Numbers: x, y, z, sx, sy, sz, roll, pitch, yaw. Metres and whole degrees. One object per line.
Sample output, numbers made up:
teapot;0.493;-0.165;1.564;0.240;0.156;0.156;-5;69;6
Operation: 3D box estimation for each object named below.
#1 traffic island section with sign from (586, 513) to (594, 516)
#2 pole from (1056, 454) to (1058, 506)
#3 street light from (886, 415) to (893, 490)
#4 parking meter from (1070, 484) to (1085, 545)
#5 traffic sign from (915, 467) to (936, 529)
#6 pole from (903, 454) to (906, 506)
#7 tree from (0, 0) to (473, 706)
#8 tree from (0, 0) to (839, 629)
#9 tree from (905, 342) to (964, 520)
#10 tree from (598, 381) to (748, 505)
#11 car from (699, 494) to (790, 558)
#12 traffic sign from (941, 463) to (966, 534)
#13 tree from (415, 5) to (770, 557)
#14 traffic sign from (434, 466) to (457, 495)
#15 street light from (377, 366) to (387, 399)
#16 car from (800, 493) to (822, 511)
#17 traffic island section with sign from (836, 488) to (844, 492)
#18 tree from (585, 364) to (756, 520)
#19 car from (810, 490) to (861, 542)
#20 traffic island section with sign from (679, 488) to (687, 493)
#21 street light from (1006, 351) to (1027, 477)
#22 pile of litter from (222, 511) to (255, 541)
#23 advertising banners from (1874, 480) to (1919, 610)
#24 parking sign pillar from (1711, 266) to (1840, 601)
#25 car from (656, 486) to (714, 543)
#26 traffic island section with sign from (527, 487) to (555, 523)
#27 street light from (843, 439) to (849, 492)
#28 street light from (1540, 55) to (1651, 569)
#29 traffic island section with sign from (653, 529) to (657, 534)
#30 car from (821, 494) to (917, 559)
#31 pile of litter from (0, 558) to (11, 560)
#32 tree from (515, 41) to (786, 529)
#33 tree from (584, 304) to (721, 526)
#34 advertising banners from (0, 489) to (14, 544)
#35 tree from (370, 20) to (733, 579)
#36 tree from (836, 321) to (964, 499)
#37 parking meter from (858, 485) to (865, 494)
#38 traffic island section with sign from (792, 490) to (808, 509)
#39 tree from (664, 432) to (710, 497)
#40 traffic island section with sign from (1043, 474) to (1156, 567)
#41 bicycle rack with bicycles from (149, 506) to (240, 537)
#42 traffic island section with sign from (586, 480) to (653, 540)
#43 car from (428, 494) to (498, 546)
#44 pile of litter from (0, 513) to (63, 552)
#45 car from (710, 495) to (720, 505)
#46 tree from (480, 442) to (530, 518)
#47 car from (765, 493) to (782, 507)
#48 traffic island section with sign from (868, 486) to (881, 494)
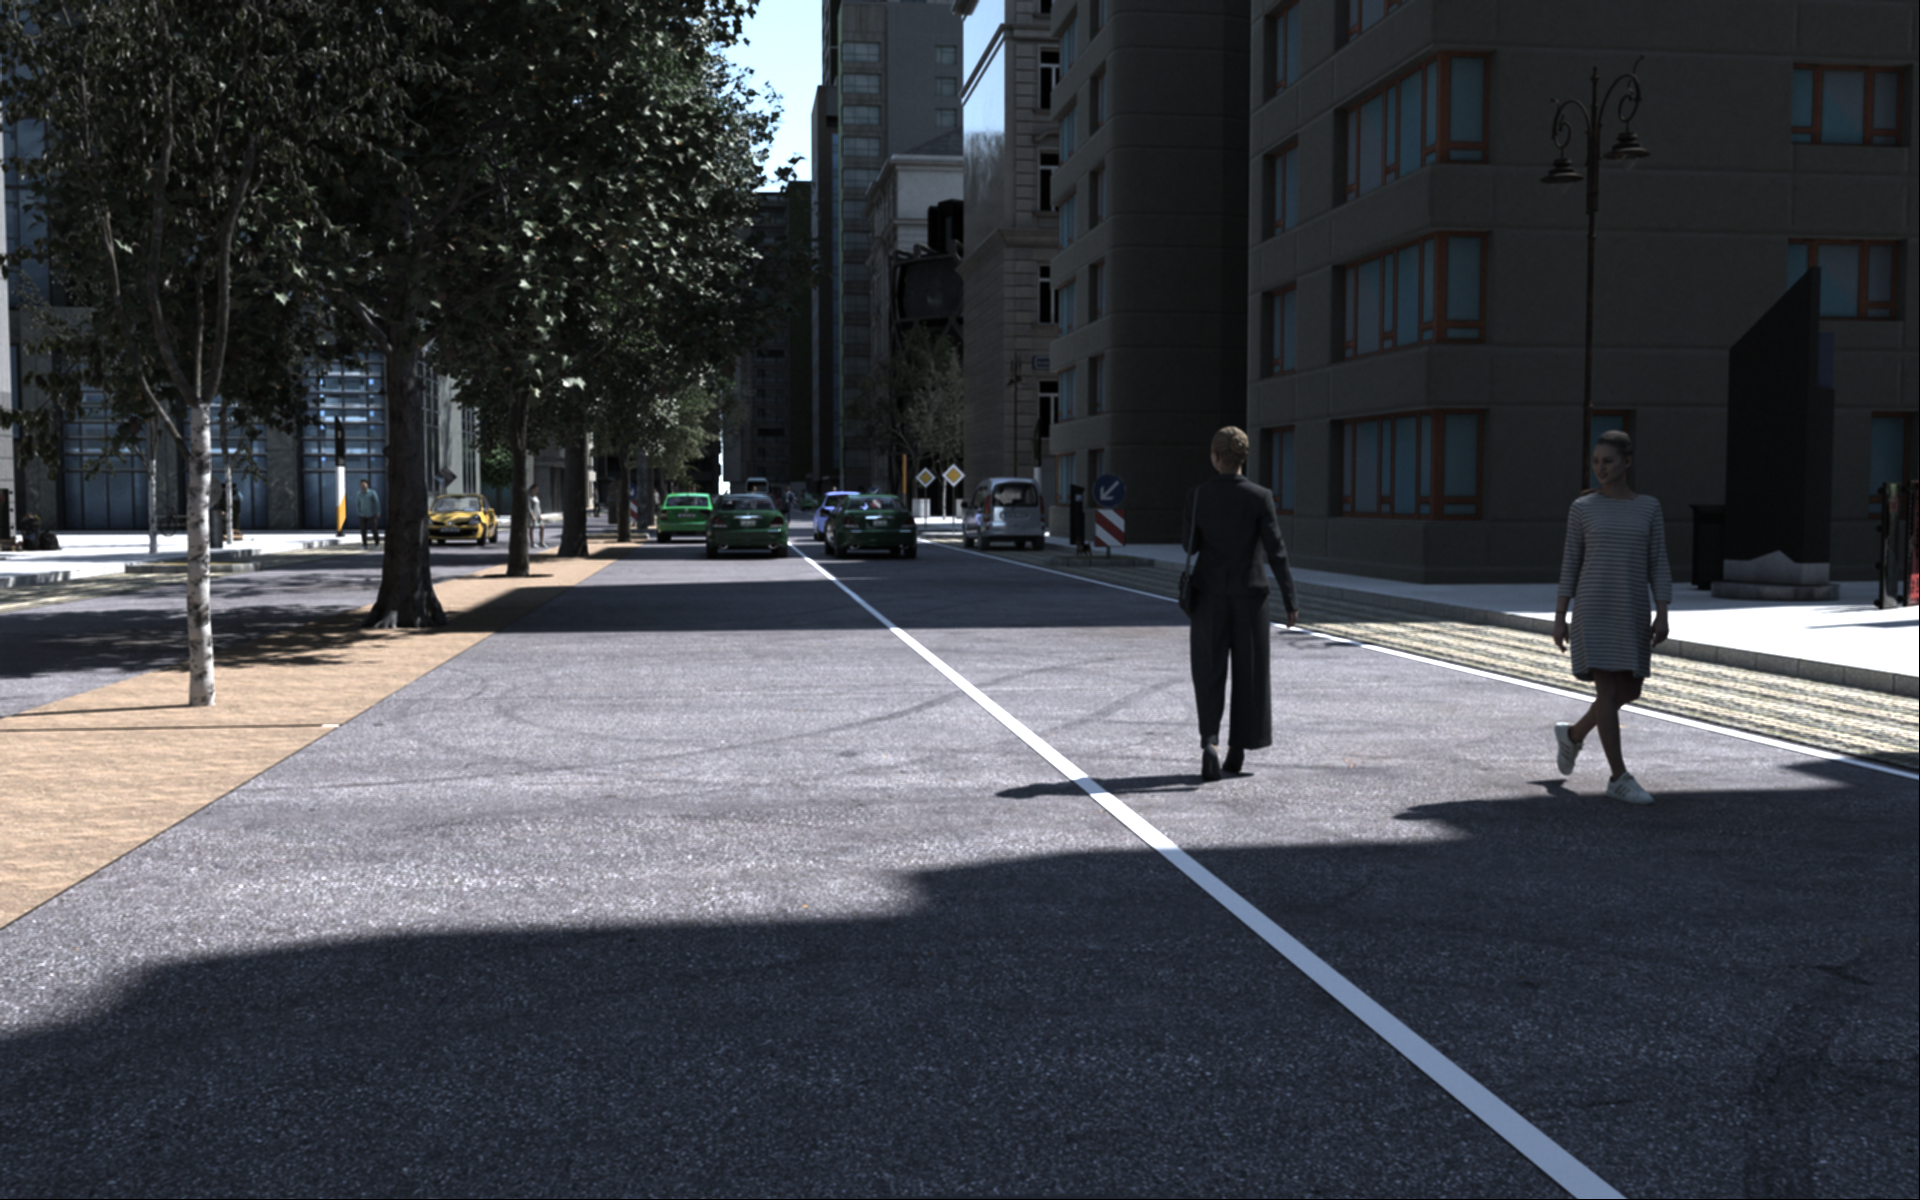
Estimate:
traffic island section with sign;-25.062;-6.442;113.954;1.989;1.847;2.006;0;4;-8
pole;3.661;-4.307;64.255;0.158;3.312;0.155;0;3;0
street light;-4.175;-7.852;101.162;0.468;5.910;1.993;0;4;-8
parking meter;2.970;-2.165;43.816;0.372;1.533;0.369;0;3;0
traffic sign;-1.276;-3.700;64.145;0.795;2.450;0.064;0;4;-8
pole;-2.863;-5.816;88.941;0.158;3.312;0.155;0;3;0
tree;-5.159;-3.598;11.654;4.360;8.622;3.978;0;3;0
tree;-6.015;-6.060;18.551;9.611;12.733;9.660;0;3;0
tree;-0.784;-8.220;84.754;4.360;8.622;3.978;0;3;0
tree;-14.606;-9.066;85.104;8.767;10.594;7.601;0;4;-8
car;-4.971;-1.732;40.122;2.131;1.459;4.920;-1;4;-9
traffic sign;-0.212;-3.216;56.231;0.795;2.450;0.064;0;4;-8
tree;-8.830;-7.952;39.123;9.857;13.997;8.962;0;3;0
traffic sign;-18.369;-3.562;61.876;0.795;2.450;0.064;0;4;-8
street light;-20.459;-5.456;61.986;0.468;5.910;1.993;0;4;-8
car;-12.523;-8.413;146.345;1.959;1.807;4.718;0;4;-8
traffic island section with sign;-8.126;-6.530;115.393;1.989;1.847;2.006;0;4;-8
tree;-16.280;-11.128;94.766;12.009;13.543;11.850;0;3;0
car;-3.646;-2.693;53.622;1.945;1.707;3.694;0;4;-7
traffic island section with sign;-21.923;-7.877;136.927;2.006;1.907;1.989;0;4;-8
street light;1.806;-5.091;56.029;0.468;5.910;1.993;0;4;-8
pile of litter;-20.224;-2.053;47.538;1.719;0.858;1.176;-2;4;-29
advertising banners;10.883;-1.440;19.725;2.074;3.025;0.090;-3;5;-43
parking sign pillar;10.062;-2.007;21.279;1.447;3.967;1.447;-1;4;-18
car;-8.154;-2.654;52.192;1.959;1.807;4.718;0;4;-7
traffic island section with sign;-21.471;-4.808;87.238;1.989;1.847;2.006;0;4;-8
street light;-9.186;-10.136;138.515;0.468;5.910;1.993;0;4;-8
street light;6.852;-2.818;18.860;0.468;5.910;1.993;0;4;-8
traffic island section with sign;-11.902;-3.322;62.457;2.006;1.907;1.989;0;4;-8
car;-2.096;-1.722;39.953;2.131;1.459;4.920;-1;4;-9
pile of litter;-19.385;-1.198;33.558;1.719;0.858;1.176;-1;4;-21
tree;-13.590;-12.762;67.005;12.611;20.169;13.585;0;3;0
tree;-13.986;-9.593;77.429;7.486;12.596;7.792;0;3;0
advertising banners;-23.434;-2.751;41.163;2.074;3.025;0.090;1;4;13
tree;-7.467;-6.184;29.314;9.928;11.665;9.643;0;3;0
tree;-2.500;-9.769;94.134;8.767;10.594;7.601;-1;4;-9
parking meter;-6.552;-6.705;115.336;0.399;1.863;0.255;-1;4;-18
traffic island section with sign;-14.857;-9.589;165.411;1.989;1.847;2.006;0;4;-8
tree;-18.453;-9.841;113.712;4.737;8.622;4.395;0;3;0
traffic island section with sign;2.723;-1.596;34.721;1.989;1.847;2.006;0;4;-8
bicycle rack with bicycles;-22.873;-2.379;52.279;2.852;0.926;2.925;1;4;15
traffic island section with sign;-10.924;-2.873;55.115;2.006;1.907;1.989;0;4;-8
car;-14.217;-2.387;49.247;2.015;1.641;3.980;-1;4;-8
pile of litter;-21.161;-1.539;39.125;1.719;0.858;1.176;-3;5;-42
car;-24.176;-9.723;171.336;2.083;1.381;4.827;0;4;-7
tree;-25.061;-6.733;93.799;4.285;4.588;4.351;0;3;0
car;-14.256;-7.382;129.743;2.155;1.783;4.494;0;4;-8
traffic island section with sign;-4.541;-4.896;88.676;1.989;1.847;2.006;0;4;-8
